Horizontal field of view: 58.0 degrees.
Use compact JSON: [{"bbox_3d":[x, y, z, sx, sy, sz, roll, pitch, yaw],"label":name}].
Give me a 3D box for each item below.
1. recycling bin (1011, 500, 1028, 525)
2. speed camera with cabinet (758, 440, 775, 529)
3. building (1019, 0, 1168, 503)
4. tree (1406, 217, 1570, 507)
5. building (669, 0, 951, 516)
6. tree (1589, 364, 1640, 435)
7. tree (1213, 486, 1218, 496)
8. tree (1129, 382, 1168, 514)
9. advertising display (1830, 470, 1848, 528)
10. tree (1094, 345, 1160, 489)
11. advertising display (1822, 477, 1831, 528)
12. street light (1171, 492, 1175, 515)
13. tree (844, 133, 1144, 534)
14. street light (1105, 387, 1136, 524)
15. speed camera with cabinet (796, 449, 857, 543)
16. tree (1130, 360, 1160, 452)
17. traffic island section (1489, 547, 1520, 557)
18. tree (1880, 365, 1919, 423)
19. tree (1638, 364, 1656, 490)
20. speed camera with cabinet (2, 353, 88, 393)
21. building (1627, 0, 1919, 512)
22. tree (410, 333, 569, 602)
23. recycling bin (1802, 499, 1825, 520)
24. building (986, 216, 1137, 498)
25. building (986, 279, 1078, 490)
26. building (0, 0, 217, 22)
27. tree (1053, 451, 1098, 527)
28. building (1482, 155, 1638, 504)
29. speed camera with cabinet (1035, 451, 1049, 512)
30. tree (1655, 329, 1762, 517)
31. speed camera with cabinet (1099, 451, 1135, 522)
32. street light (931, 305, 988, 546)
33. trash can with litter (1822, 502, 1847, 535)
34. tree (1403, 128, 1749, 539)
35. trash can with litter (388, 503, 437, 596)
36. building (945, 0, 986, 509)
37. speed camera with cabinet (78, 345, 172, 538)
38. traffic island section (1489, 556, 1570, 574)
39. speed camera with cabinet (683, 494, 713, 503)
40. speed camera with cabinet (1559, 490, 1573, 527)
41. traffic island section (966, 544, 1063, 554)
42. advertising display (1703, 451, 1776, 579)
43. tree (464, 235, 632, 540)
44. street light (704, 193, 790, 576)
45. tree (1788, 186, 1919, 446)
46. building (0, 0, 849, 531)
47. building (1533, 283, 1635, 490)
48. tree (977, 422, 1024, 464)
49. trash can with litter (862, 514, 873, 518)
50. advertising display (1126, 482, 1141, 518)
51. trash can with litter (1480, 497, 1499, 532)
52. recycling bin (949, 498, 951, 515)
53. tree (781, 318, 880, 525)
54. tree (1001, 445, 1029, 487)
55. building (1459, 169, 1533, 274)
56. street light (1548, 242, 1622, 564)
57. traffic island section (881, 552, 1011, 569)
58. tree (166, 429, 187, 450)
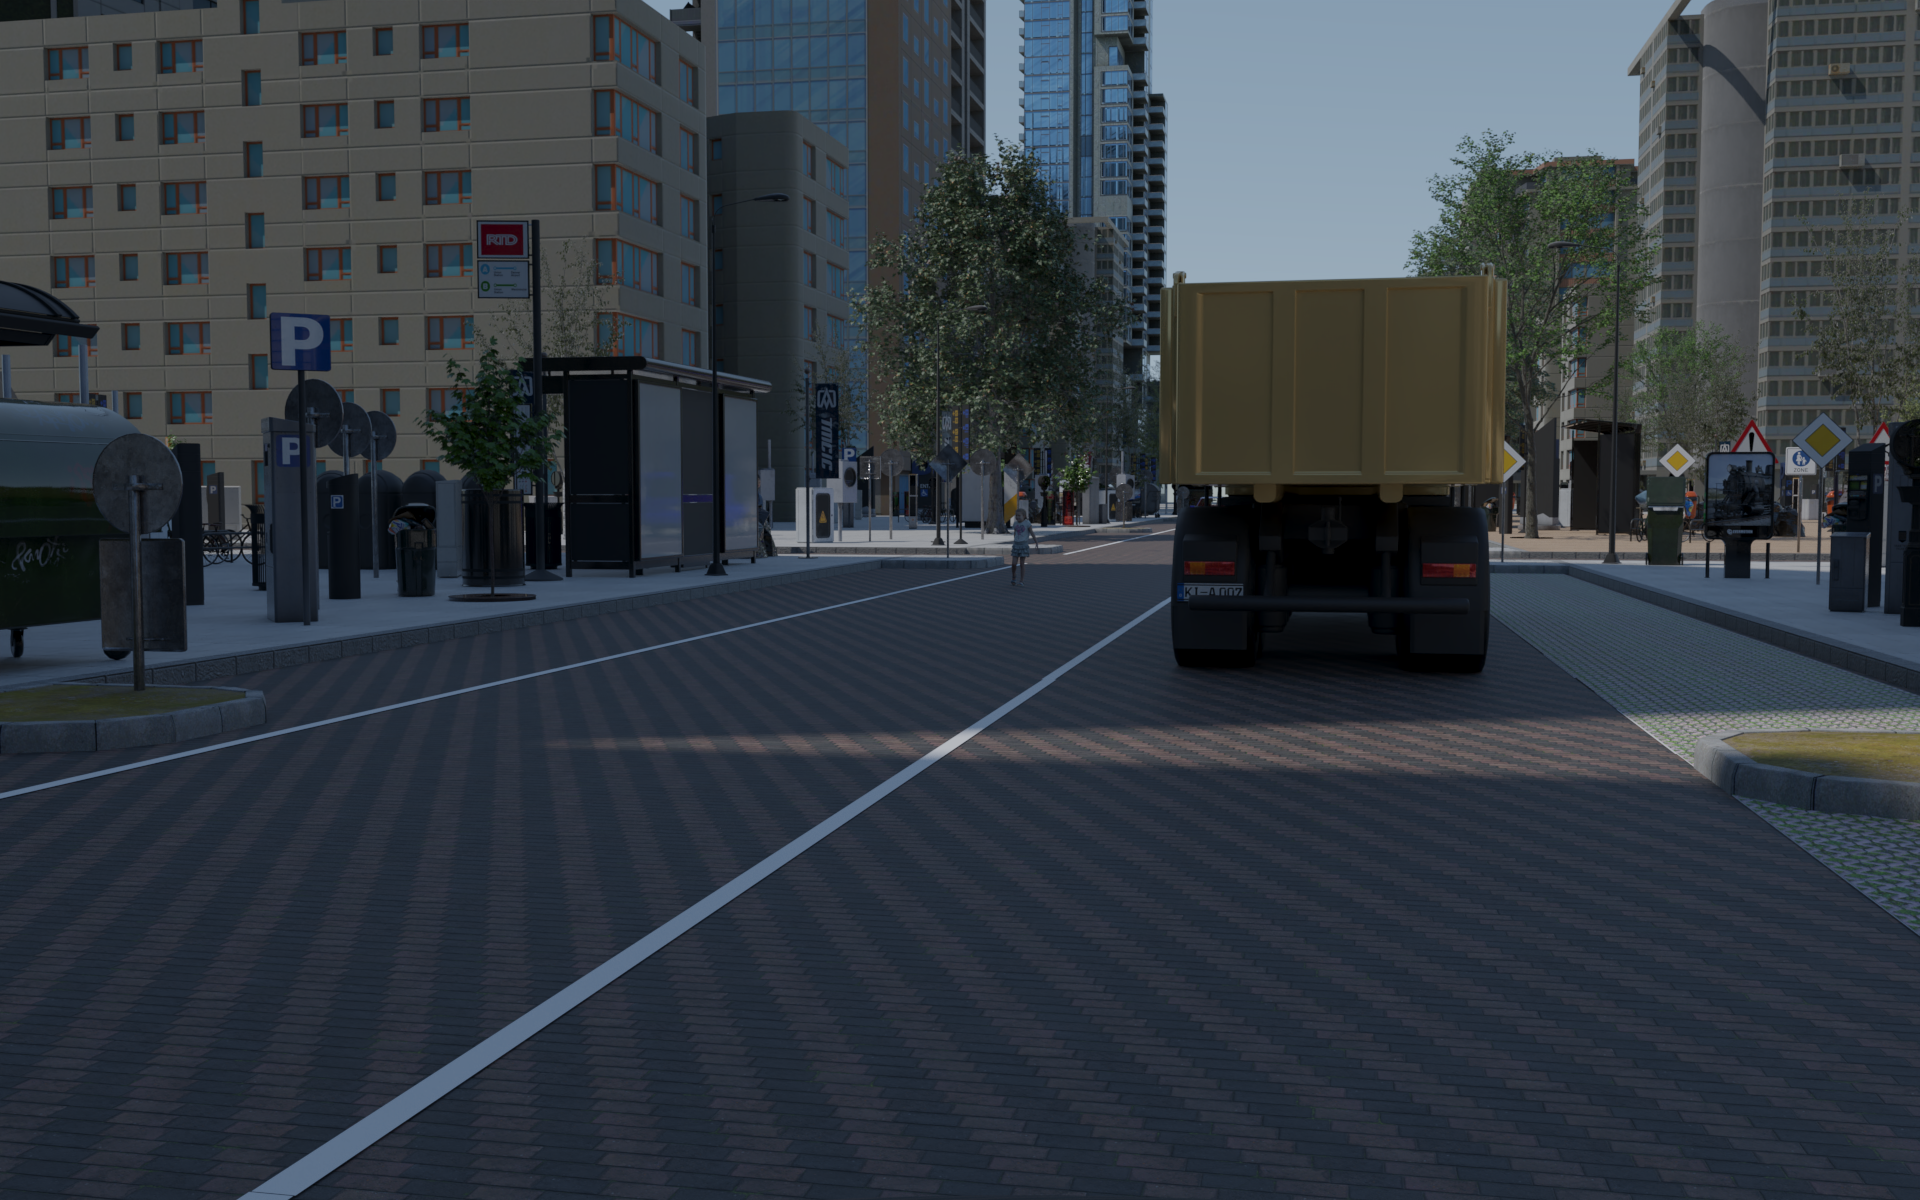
[{"bbox_3d":[2.379,-3.655,72.313,0.722,1.027,0.722,-2,4,-29],"label":"recycling bin"},{"bbox_3d":[-7.381,-4.232,63.530,0.660,3.252,2.038,-2,4,-25],"label":"speed camera with cabinet"},{"bbox_3d":[19.965,-57.543,253.503,22.319,86.520,31.000,1,4,12],"label":"building"},{"bbox_3d":[23.092,-10.621,80.305,9.857,13.997,8.962,0,3,0],"label":"tree"},{"bbox_3d":[-8.810,-28.031,108.422,14.600,45.320,14.200,1,4,12],"label":"building"},{"bbox_3d":[37.403,-8.965,96.933,4.360,8.622,3.978,0,3,0],"label":"tree"},{"bbox_3d":[23.778,-14.716,157.618,9.611,12.733,9.660,0,3,0],"label":"tree"},{"bbox_3d":[12.968,-9.801,110.614,4.737,8.622,4.395,0,3,0],"label":"tree"},{"bbox_3d":[24.208,-2.570,47.226,0.974,1.923,0.123,-2,4,-25],"label":"advertising display"},{"bbox_3d":[8.003,-8.227,84.880,4.360,8.622,3.978,0,3,0],"label":"tree"},{"bbox_3d":[33.183,-3.716,65.972,0.974,1.923,0.123,-2,4,-27],"label":"advertising display"},{"bbox_3d":[13.816,-8.229,107.084,1.470,5.913,1.316,1,4,12],"label":"street light"},{"bbox_3d":[1.094,-8.477,55.599,9.611,12.733,9.660,0,3,0],"label":"tree"},{"bbox_3d":[6.899,-6.270,75.060,1.470,5.913,1.316,1,4,12],"label":"street light"},{"bbox_3d":[-3.526,-3.155,45.920,0.660,3.252,2.038,2,4,32],"label":"speed camera with cabinet"},{"bbox_3d":[17.754,-13.410,129.619,12.009,13.543,11.850,0,3,0],"label":"tree"},{"bbox_3d":[11.859,-1.102,40.295,2.009,0.180,2.903,1,4,12],"label":"traffic island section"},{"bbox_3d":[53.138,-8.910,96.043,4.737,8.622,4.395,0,3,0],"label":"tree"},{"bbox_3d":[37.630,-8.502,89.371,4.360,8.622,3.978,0,3,0],"label":"tree"},{"bbox_3d":[-12.981,-1.882,25.113,2.038,3.252,0.660,-2,4,-24],"label":"speed camera with cabinet"},{"bbox_3d":[63.617,-26.618,127.089,32.217,40.220,23.993,1,4,12],"label":"building"},{"bbox_3d":[-5.543,-1.612,20.952,1.663,3.219,1.824,0,3,0],"label":"tree"},{"bbox_3d":[41.989,-4.455,85.397,0.722,1.027,0.722,0,4,-2],"label":"recycling bin"},{"bbox_3d":[8.657,-32.867,229.260,32.217,40.220,23.993,1,4,12],"label":"building"},{"bbox_3d":[-4.652,-19.050,156.499,27.650,21.520,28.899,1,4,12],"label":"building"},{"bbox_3d":[-47.428,-39.082,77.238,20.611,71.187,20.563,1,4,12],"label":"building"},{"bbox_3d":[4.574,-4.461,67.531,1.663,3.219,1.824,0,3,0],"label":"tree"},{"bbox_3d":[80.439,-35.088,228.316,22.147,44.769,28.867,1,4,12],"label":"building"},{"bbox_3d":[3.831,-5.211,79.531,0.660,3.252,2.038,1,4,10],"label":"speed camera with cabinet"},{"bbox_3d":[33.908,-7.784,77.631,4.360,8.622,3.978,0,3,0],"label":"tree"},{"bbox_3d":[7.183,-5.211,79.531,0.660,3.252,2.038,3,5,43],"label":"speed camera with cabinet"},{"bbox_3d":[-0.009,-4.304,42.907,1.470,5.913,1.316,1,4,12],"label":"street light"},{"bbox_3d":[12.957,-0.842,25.149,0.624,1.170,1.055,3,5,42],"label":"trash can with litter"},{"bbox_3d":[16.361,-7.579,49.677,9.928,11.665,9.643,0,3,0],"label":"tree"},{"bbox_3d":[-6.972,-0.645,21.925,0.624,1.170,1.055,-2,4,-25],"label":"trash can with litter"},{"bbox_3d":[-6.782,-42.319,130.165,20.563,71.187,20.611,1,4,12],"label":"building"},{"bbox_3d":[-11.722,-1.799,23.743,0.660,3.252,2.038,0,4,7],"label":"speed camera with cabinet"},{"bbox_3d":[10.192,-0.624,32.485,2.009,0.180,2.903,1,4,12],"label":"traffic island section"},{"bbox_3d":[-8.112,-3.630,53.691,2.038,3.252,0.660,0,3,0],"label":"speed camera with cabinet"},{"bbox_3d":[24.105,-4.475,67.502,2.038,3.252,0.660,-3,5,-41],"label":"speed camera with cabinet"},{"bbox_3d":[1.404,-1.238,42.524,2.009,0.180,2.903,1,4,12],"label":"traffic island section"},{"bbox_3d":[11.848,-1.293,26.357,0.974,1.923,0.123,1,4,14],"label":"advertising display"},{"bbox_3d":[-11.354,-6.011,48.647,4.360,8.622,3.978,0,3,0],"label":"tree"},{"bbox_3d":[-3.315,-3.332,27.015,1.470,5.913,1.316,1,4,12],"label":"street light"},{"bbox_3d":[21.835,-5.568,41.406,4.360,8.622,3.978,0,3,0],"label":"tree"},{"bbox_3d":[-22.089,-14.110,75.744,27.650,21.520,28.899,1,4,12],"label":"building"},{"bbox_3d":[67.152,-18.890,153.897,27.650,21.520,28.899,1,4,12],"label":"building"},{"bbox_3d":[1.232,-8.476,88.939,4.360,8.622,3.978,0,3,0],"label":"tree"},{"bbox_3d":[-5.581,-5.126,94.873,1.678,1.210,2.233,0,4,-1],"label":"trash can with litter"},{"bbox_3d":[9.140,-5.308,92.000,0.974,1.923,0.123,1,4,16],"label":"advertising display"},{"bbox_3d":[17.818,-2.911,58.987,0.624,1.170,1.055,-2,4,-34],"label":"trash can with litter"},{"bbox_3d":[-0.450,-5.843,108.085,0.722,1.027,0.722,0,4,4],"label":"recycling bin"},{"bbox_3d":[-5.088,-7.419,71.661,4.360,8.622,3.978,0,3,0],"label":"tree"},{"bbox_3d":[2.341,-7.089,99.622,4.285,4.588,4.351,0,3,0],"label":"tree"},{"bbox_3d":[84.522,-38.499,253.160,21.300,48.544,21.600,1,4,12],"label":"building"},{"bbox_3d":[11.506,-3.632,31.922,1.470,5.913,1.316,1,4,12],"label":"street light"},{"bbox_3d":[-0.264,-0.760,34.714,2.009,0.180,2.903,1,4,12],"label":"traffic island section"},{"bbox_3d":[-23.075,-3.446,50.948,1.663,3.219,1.824,0,3,0],"label":"tree"}]
